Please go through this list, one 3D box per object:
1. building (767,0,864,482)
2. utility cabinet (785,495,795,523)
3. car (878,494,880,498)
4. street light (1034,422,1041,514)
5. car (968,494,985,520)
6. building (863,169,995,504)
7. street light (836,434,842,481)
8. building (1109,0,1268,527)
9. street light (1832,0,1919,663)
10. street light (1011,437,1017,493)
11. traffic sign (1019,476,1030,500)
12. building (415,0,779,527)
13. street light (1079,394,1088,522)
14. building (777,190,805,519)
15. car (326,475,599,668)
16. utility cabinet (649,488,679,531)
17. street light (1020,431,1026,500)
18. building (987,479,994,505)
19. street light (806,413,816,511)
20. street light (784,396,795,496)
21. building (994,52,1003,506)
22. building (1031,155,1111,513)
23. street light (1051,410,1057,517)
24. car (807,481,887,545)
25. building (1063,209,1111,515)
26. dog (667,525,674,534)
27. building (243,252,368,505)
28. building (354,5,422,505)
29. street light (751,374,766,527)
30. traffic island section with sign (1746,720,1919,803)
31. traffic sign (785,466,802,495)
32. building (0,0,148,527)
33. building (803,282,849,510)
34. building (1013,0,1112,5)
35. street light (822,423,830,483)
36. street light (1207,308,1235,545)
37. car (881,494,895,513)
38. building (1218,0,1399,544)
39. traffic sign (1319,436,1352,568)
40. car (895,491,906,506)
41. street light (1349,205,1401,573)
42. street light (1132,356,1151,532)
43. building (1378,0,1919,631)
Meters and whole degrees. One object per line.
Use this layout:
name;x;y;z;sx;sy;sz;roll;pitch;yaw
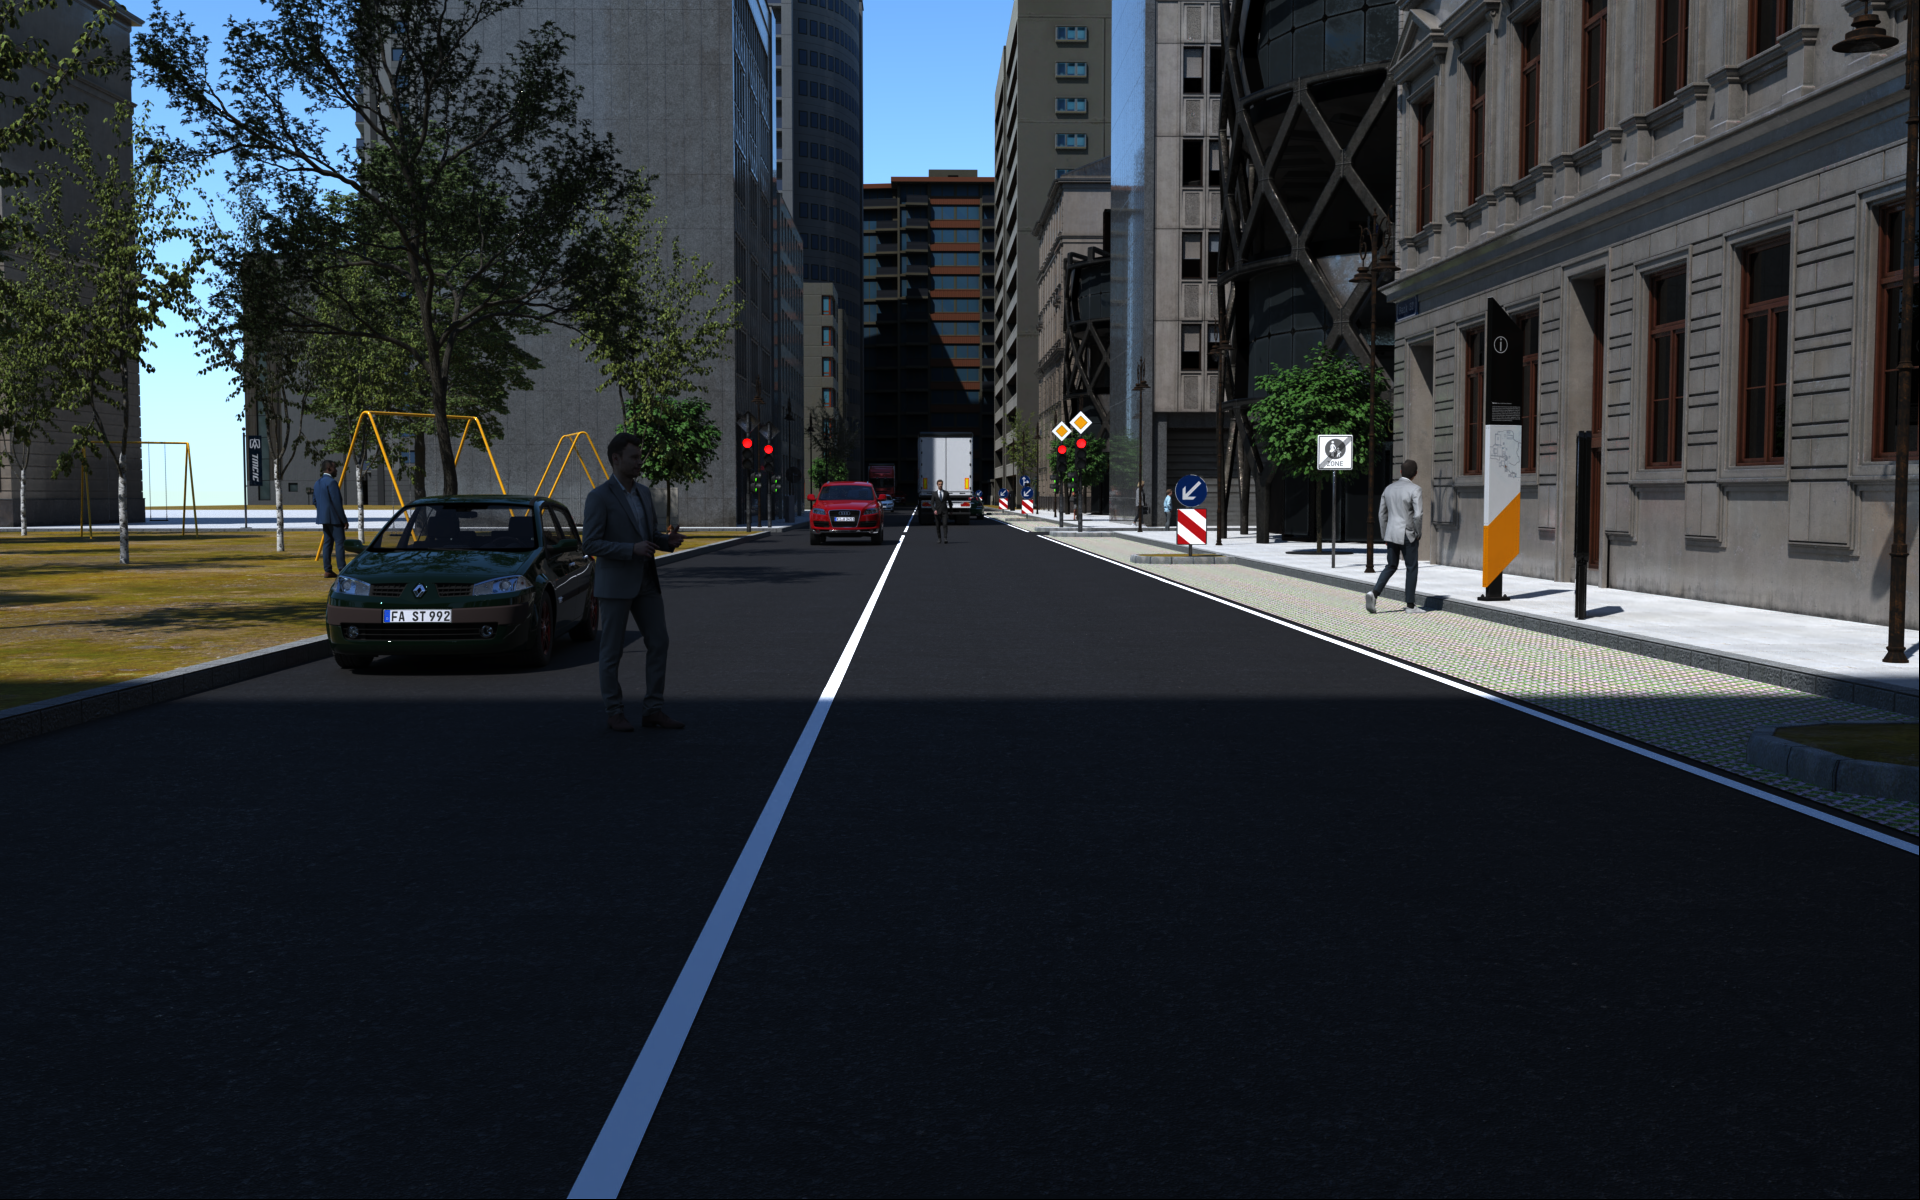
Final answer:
building;-21.213;-39.254;183.798;21.231;58.520;28.212;0;4;-1
utility cabinet;-7.690;-4.097;78.142;0.306;1.237;1.020;-1;4;-15
car;-5.564;-5.454;97.840;2.281;1.827;5.304;0;4;-1
street light;4.945;-8.427;110.564;0.468;5.910;1.993;0;4;-1
car;0.378;-5.320;98.786;2.131;1.459;4.920;0;4;-3
building;-1.680;-35.587;236.472;28.867;44.769;22.147;0;4;-1
street light;-9.040;-9.526;128.530;0.468;5.910;1.993;0;4;-1
building;16.916;-15.599;73.069;19.932;24.808;12.078;0;4;-1
street light;7.139;-2.462;13.037;0.468;5.910;1.993;0;4;-1
street light;4.352;-10.293;141.082;0.468;5.910;1.993;0;4;-1
traffic sign;4.461;-7.277;119.087;0.768;2.556;0.104;0;4;5
building;-14.909;-15.798;76.318;12.078;24.808;19.932;0;4;-1
street light;5.578;-6.552;79.921;0.468;5.910;1.993;0;4;-1
building;-14.449;-14.758;96.044;10.420;20.320;16.860;0;4;-1
car;-4.348;-0.353;15.552;2.009;1.686;4.222;0;4;-3
utility cabinet;-10.185;-3.078;59.011;1.173;1.500;0.318;0;4;-4
street light;4.626;-9.372;126.013;0.468;5.910;1.993;0;4;-1
building;19.563;-31.374;204.840;32.217;40.220;23.993;0;4;-1
street light;-8.360;-7.612;97.251;0.468;5.910;1.993;0;4;-1
street light;-8.079;-6.691;82.182;0.468;5.910;1.993;0;4;-1
building;14.691;-34.094;181.130;21.300;48.544;21.600;0;4;-1
building;12.295;-20.302;129.195;12.463;27.353;25.104;0;4;-1
street light;5.269;-7.505;95.496;0.468;5.910;1.993;0;4;-1
car;-3.256;-2.545;50.286;2.281;1.827;5.304;0;4;-2
building;14.767;-14.710;107.956;16.820;18.784;16.811;0;4;-1
dog;-7.327;-1.659;43.957;0.540;0.507;0.406;3;5;43
building;-76.589;-26.715;208.487;14.107;30.474;14.160;0;4;-1
building;-55.135;-40.495;204.095;28.212;58.520;21.231;0;4;-1
street light;-7.784;-5.769;67.114;0.468;5.910;1.993;0;4;-1
traffic island section with sign;5.170;-0.006;8.724;1.989;1.847;2.006;0;4;-1
traffic sign;-7.699;-4.890;80.051;0.768;2.556;0.104;0;4;8
building;-48.931;-16.784;71.675;25.104;27.353;12.463;0;4;-1
building;-24.508;-19.019;156.002;27.650;21.520;28.899;0;4;-1
building;15.354;-32.775;159.580;21.300;48.544;21.600;0;4;-1
street light;-8.687;-8.562;112.775;0.468;5.910;1.993;0;4;-1
street light;6.482;-4.305;43.173;0.468;5.910;1.993;0;4;-1
car;-6.054;-7.566;135.703;2.014;1.417;4.499;0;4;-3
building;15.550;-11.077;48.569;16.820;18.784;16.811;0;4;-1
traffic sign;6.472;-1.702;29.959;0.606;2.300;0.079;0;4;0
car;-7.844;-12.721;216.666;2.281;1.827;5.304;0;4;-3
street light;6.692;-3.383;28.102;0.468;5.910;1.993;0;4;-1
street light;6.074;-5.226;58.239;0.468;5.910;1.993;0;4;-1
building;13.766;-11.481;23.879;11.583;22.565;21.152;0;4;-1
